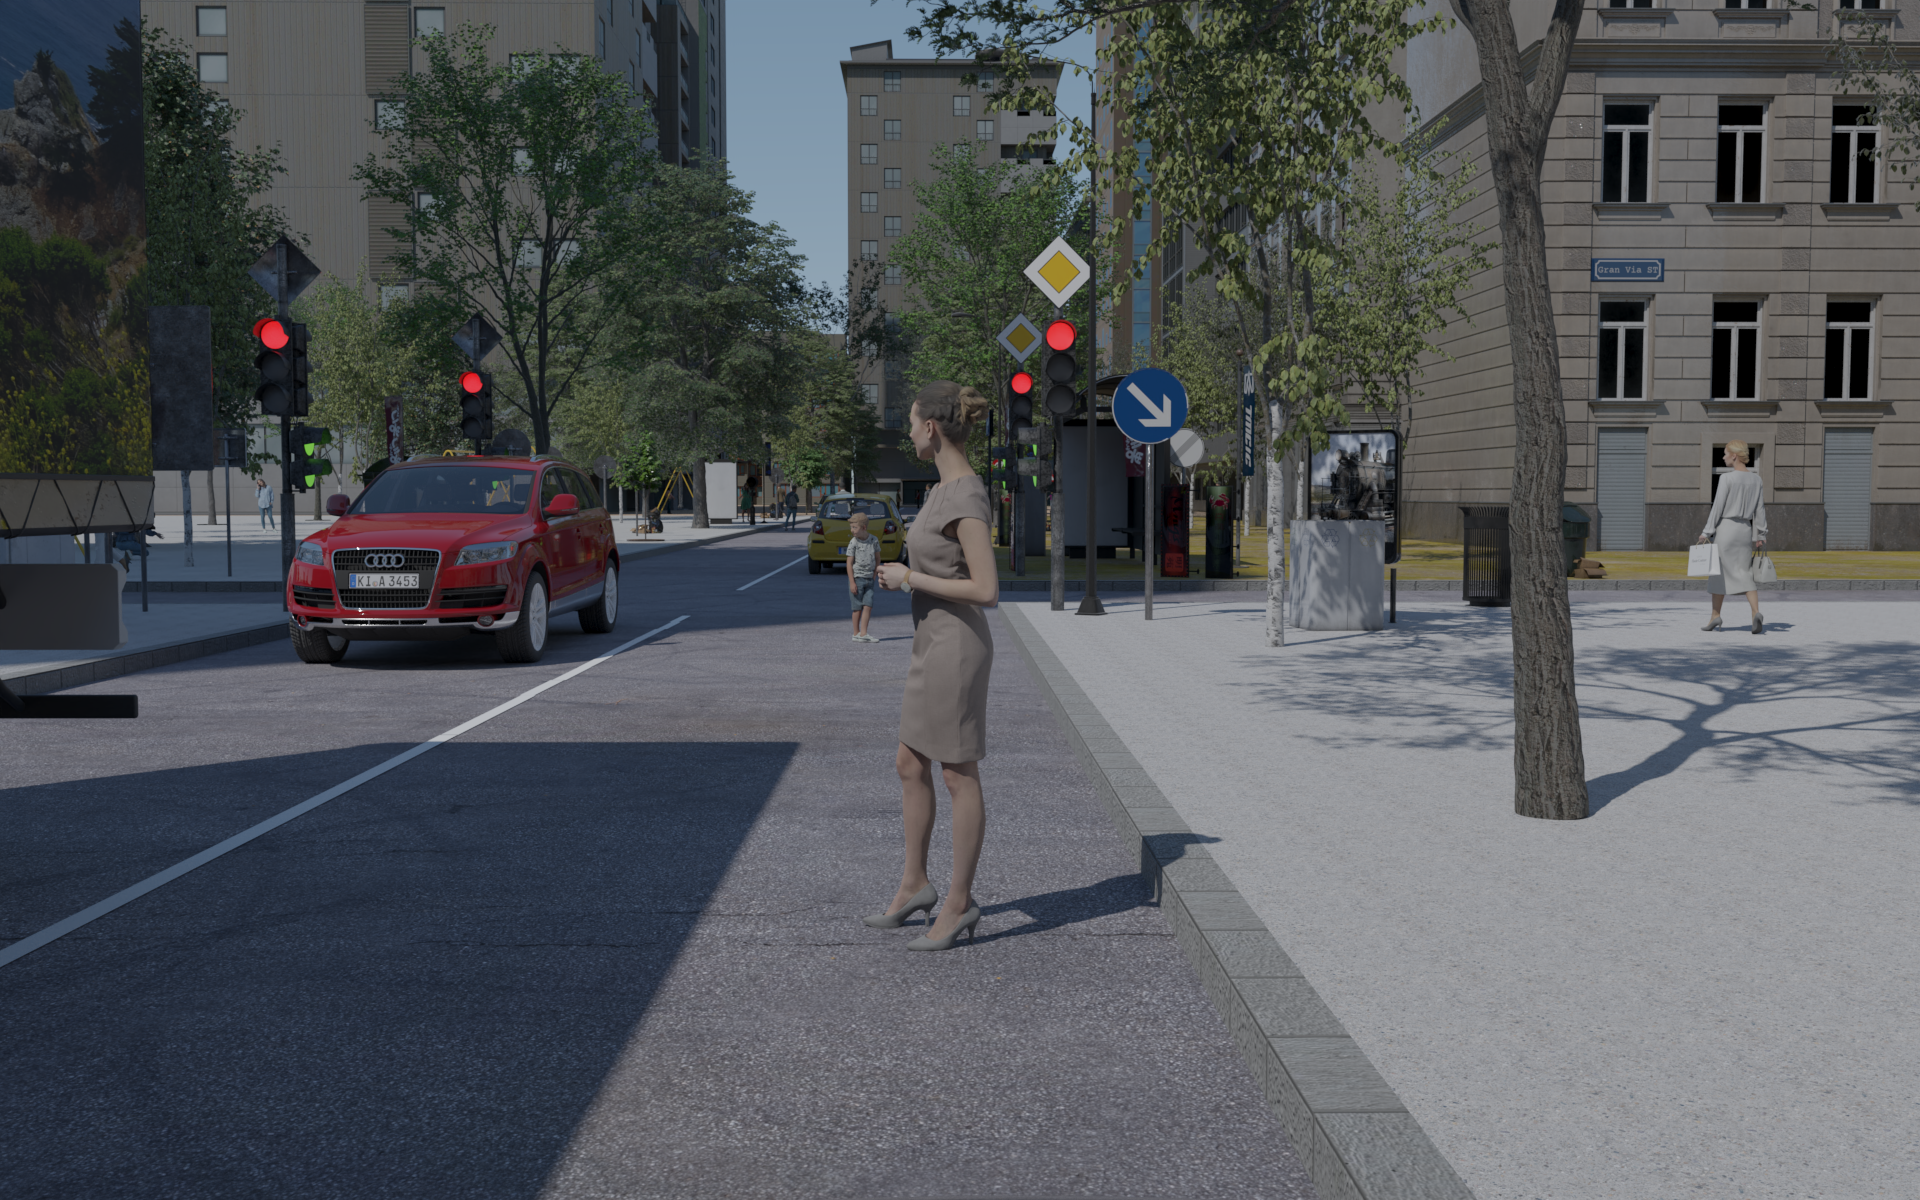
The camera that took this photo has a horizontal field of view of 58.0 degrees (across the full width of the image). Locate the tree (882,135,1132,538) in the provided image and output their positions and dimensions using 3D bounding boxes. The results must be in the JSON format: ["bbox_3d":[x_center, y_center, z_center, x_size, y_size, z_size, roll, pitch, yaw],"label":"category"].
[{"bbox_3d":[1.408,-7.648,50.808,9.928,11.665,9.643,0,3,0],"label":"tree"}]

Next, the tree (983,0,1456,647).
[{"bbox_3d":[2.429,-3.905,14.209,4.737,8.622,4.395,0,3,0],"label":"tree"}]

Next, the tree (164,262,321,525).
[{"bbox_3d":[-31.036,-9.840,71.252,12.009,13.543,11.850,0,3,0],"label":"tree"}]

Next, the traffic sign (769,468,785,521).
[{"bbox_3d":[-8.814,-5.084,83.227,0.768,2.556,0.104,0,4,1],"label":"traffic sign"}]

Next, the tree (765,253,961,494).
[{"bbox_3d":[-8.482,-17.061,134.829,12.611,20.169,13.585,0,3,0],"label":"tree"}]

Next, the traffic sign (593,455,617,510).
[{"bbox_3d":[-11.639,-3.467,56.796,0.768,2.556,0.104,0,4,0],"label":"traffic sign"}]

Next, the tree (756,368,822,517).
[{"bbox_3d":[-9.623,-9.025,97.919,4.737,8.622,4.395,0,3,0],"label":"tree"}]

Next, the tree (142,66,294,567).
[{"bbox_3d":[-13.555,-4.880,30.158,4.737,8.622,4.395,0,3,0],"label":"tree"}]

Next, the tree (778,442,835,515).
[{"bbox_3d":[-9.266,-7.440,105.351,4.285,4.588,4.351,0,3,0],"label":"tree"}]

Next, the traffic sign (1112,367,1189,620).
[{"bbox_3d":[1.922,-1.067,17.553,0.768,2.556,0.104,0,4,8],"label":"traffic sign"}]

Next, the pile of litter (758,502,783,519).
[{"bbox_3d":[-10.052,-4.741,91.472,1.719,0.858,1.176,-2,4,-32],"label":"pile of litter"}]

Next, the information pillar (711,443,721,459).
[{"bbox_3d":[-11.143,-5.368,79.126,0.504,3.616,0.183,-2,4,-30],"label":"information pillar"}]

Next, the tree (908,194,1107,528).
[{"bbox_3d":[1.868,-9.049,66.086,7.486,12.596,7.792,0,3,0],"label":"tree"}]

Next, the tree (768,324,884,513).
[{"bbox_3d":[-9.780,-12.104,116.021,7.486,12.596,7.792,0,3,0],"label":"tree"}]

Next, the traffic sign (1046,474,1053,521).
[{"bbox_3d":[3.712,-4.552,74.422,0.884,2.594,0.081,0,4,6],"label":"traffic sign"}]

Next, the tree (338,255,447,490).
[{"bbox_3d":[-18.570,-6.370,54.505,4.737,8.622,4.395,0,3,0],"label":"tree"}]

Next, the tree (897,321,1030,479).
[{"bbox_3d":[0.930,-11.741,108.978,9.611,12.733,9.660,0,3,0],"label":"tree"}]

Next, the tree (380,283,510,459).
[{"bbox_3d":[-29.235,-10.862,94.603,9.611,12.733,9.660,0,3,0],"label":"tree"}]

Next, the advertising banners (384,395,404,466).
[{"bbox_3d":[-9.412,-2.089,30.343,2.074,3.025,0.090,3,4,35],"label":"advertising banners"}]

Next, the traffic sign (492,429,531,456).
[{"bbox_3d":[-8.729,-2.056,33.724,0.768,2.556,0.104,0,4,0],"label":"traffic sign"}]

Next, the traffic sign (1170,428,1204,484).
[{"bbox_3d":[4.353,-2.054,33.688,0.768,2.556,0.104,0,4,5],"label":"traffic sign"}]

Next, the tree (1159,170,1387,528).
[{"bbox_3d":[7.492,-5.418,38.951,4.360,8.622,3.978,0,3,0],"label":"tree"}]

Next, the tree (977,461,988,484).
[{"bbox_3d":[0.576,-8.243,118.483,4.285,4.588,4.351,0,3,0],"label":"tree"}]

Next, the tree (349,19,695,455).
[{"bbox_3d":[-9.410,-6.895,38.496,9.928,11.665,9.643,0,3,0],"label":"tree"}]

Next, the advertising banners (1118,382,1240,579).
[{"bbox_3d":[3.334,-1.859,26.587,2.074,3.025,0.090,2,4,35],"label":"advertising banners"}]

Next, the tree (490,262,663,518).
[{"bbox_3d":[-19.262,-10.194,84.798,7.486,12.596,7.792,0,3,0],"label":"tree"}]

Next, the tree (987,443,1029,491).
[{"bbox_3d":[1.652,-3.894,58.272,1.663,3.219,1.824,0,3,0],"label":"tree"}]

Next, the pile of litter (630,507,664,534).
[{"bbox_3d":[-10.247,-2.609,56.618,1.176,0.858,1.719,1,4,12],"label":"pile of litter"}]

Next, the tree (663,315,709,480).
[{"bbox_3d":[-17.500,-10.741,93.745,7.486,12.596,7.792,0,3,0],"label":"tree"}]

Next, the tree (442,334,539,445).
[{"bbox_3d":[-20.912,-7.775,77.481,4.360,8.622,3.978,0,3,0],"label":"tree"}]

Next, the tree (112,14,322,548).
[{"bbox_3d":[-20.068,-7.597,41.226,9.611,12.733,9.660,0,3,0],"label":"tree"}]

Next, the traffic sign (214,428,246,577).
[{"bbox_3d":[-11.354,-1.513,26.871,0.606,2.300,0.079,1,4,8],"label":"traffic sign"}]

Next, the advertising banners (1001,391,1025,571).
[{"bbox_3d":[0.898,-1.997,28.846,0.090,3.025,2.074,0,4,-5],"label":"advertising banners"}]

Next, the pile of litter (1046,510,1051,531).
[{"bbox_3d":[3.210,-2.844,60.460,1.719,0.858,1.176,0,4,-5],"label":"pile of litter"}]

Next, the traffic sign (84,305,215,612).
[{"bbox_3d":[-9.215,-1.527,18.836,2.265,3.308,0.079,0,4,5],"label":"traffic sign"}]

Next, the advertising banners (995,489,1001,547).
[{"bbox_3d":[1.790,-2.776,41.573,2.074,3.025,0.090,2,4,28],"label":"advertising banners"}]

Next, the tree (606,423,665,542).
[{"bbox_3d":[-8.530,-3.216,47.177,1.663,3.219,1.824,0,3,0],"label":"tree"}]

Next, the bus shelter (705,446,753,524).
[{"bbox_3d":[-10.271,-5.023,76.046,2.014,3.302,5.546,0,4,-1],"label":"bus shelter"}]

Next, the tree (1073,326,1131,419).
[{"bbox_3d":[6.431,-7.715,76.497,4.360,8.622,3.978,0,3,0],"label":"tree"}]

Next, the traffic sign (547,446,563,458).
[{"bbox_3d":[-10.924,-2.810,46.050,0.768,2.556,0.104,0,4,5],"label":"traffic sign"}]

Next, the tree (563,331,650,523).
[{"bbox_3d":[-15.215,-7.704,76.321,4.737,8.622,4.395,0,3,0],"label":"tree"}]

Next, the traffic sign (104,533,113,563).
[{"bbox_3d":[-9.152,-1.130,18.579,0.768,2.556,0.104,0,4,7],"label":"traffic sign"}]

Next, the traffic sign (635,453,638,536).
[{"bbox_3d":[-9.807,-3.213,52.544,0.884,2.594,0.081,0,4,0],"label":"traffic sign"}]

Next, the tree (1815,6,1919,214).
[{"bbox_3d":[10.295,-3.978,15.409,4.360,8.622,3.978,0,3,0],"label":"tree"}]

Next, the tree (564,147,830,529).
[{"bbox_3d":[-9.576,-9.630,64.111,9.857,13.997,8.962,0,3,0],"label":"tree"}]

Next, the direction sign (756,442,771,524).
[{"bbox_3d":[-8.482,-5.070,74.888,0.379,3.537,0.876,3,4,38],"label":"direction sign"}]

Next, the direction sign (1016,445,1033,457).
[{"bbox_3d":[2.741,-4.979,73.399,0.876,3.537,0.379,-3,4,-36],"label":"direction sign"}]

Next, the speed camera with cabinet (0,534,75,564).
[{"bbox_3d":[-9.483,-1.367,16.690,0.660,3.252,2.038,1,4,10],"label":"speed camera with cabinet"}]

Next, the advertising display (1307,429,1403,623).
[{"bbox_3d":[3.968,-0.748,17.447,0.974,1.923,0.123,3,4,37],"label":"advertising display"}]

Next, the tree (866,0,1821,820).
[{"bbox_3d":[2.415,-4.438,6.967,8.767,10.594,7.601,0,4,4],"label":"tree"}]

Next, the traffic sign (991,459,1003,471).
[{"bbox_3d":[1.464,-3.742,61.285,0.768,2.556,0.104,0,4,0],"label":"traffic sign"}]

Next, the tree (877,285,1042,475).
[{"bbox_3d":[0.744,-11.187,93.284,12.009,13.543,11.850,0,3,0],"label":"tree"}]

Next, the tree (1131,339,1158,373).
[{"bbox_3d":[8.666,-6.990,64.644,4.360,8.622,3.978,0,3,0],"label":"tree"}]
